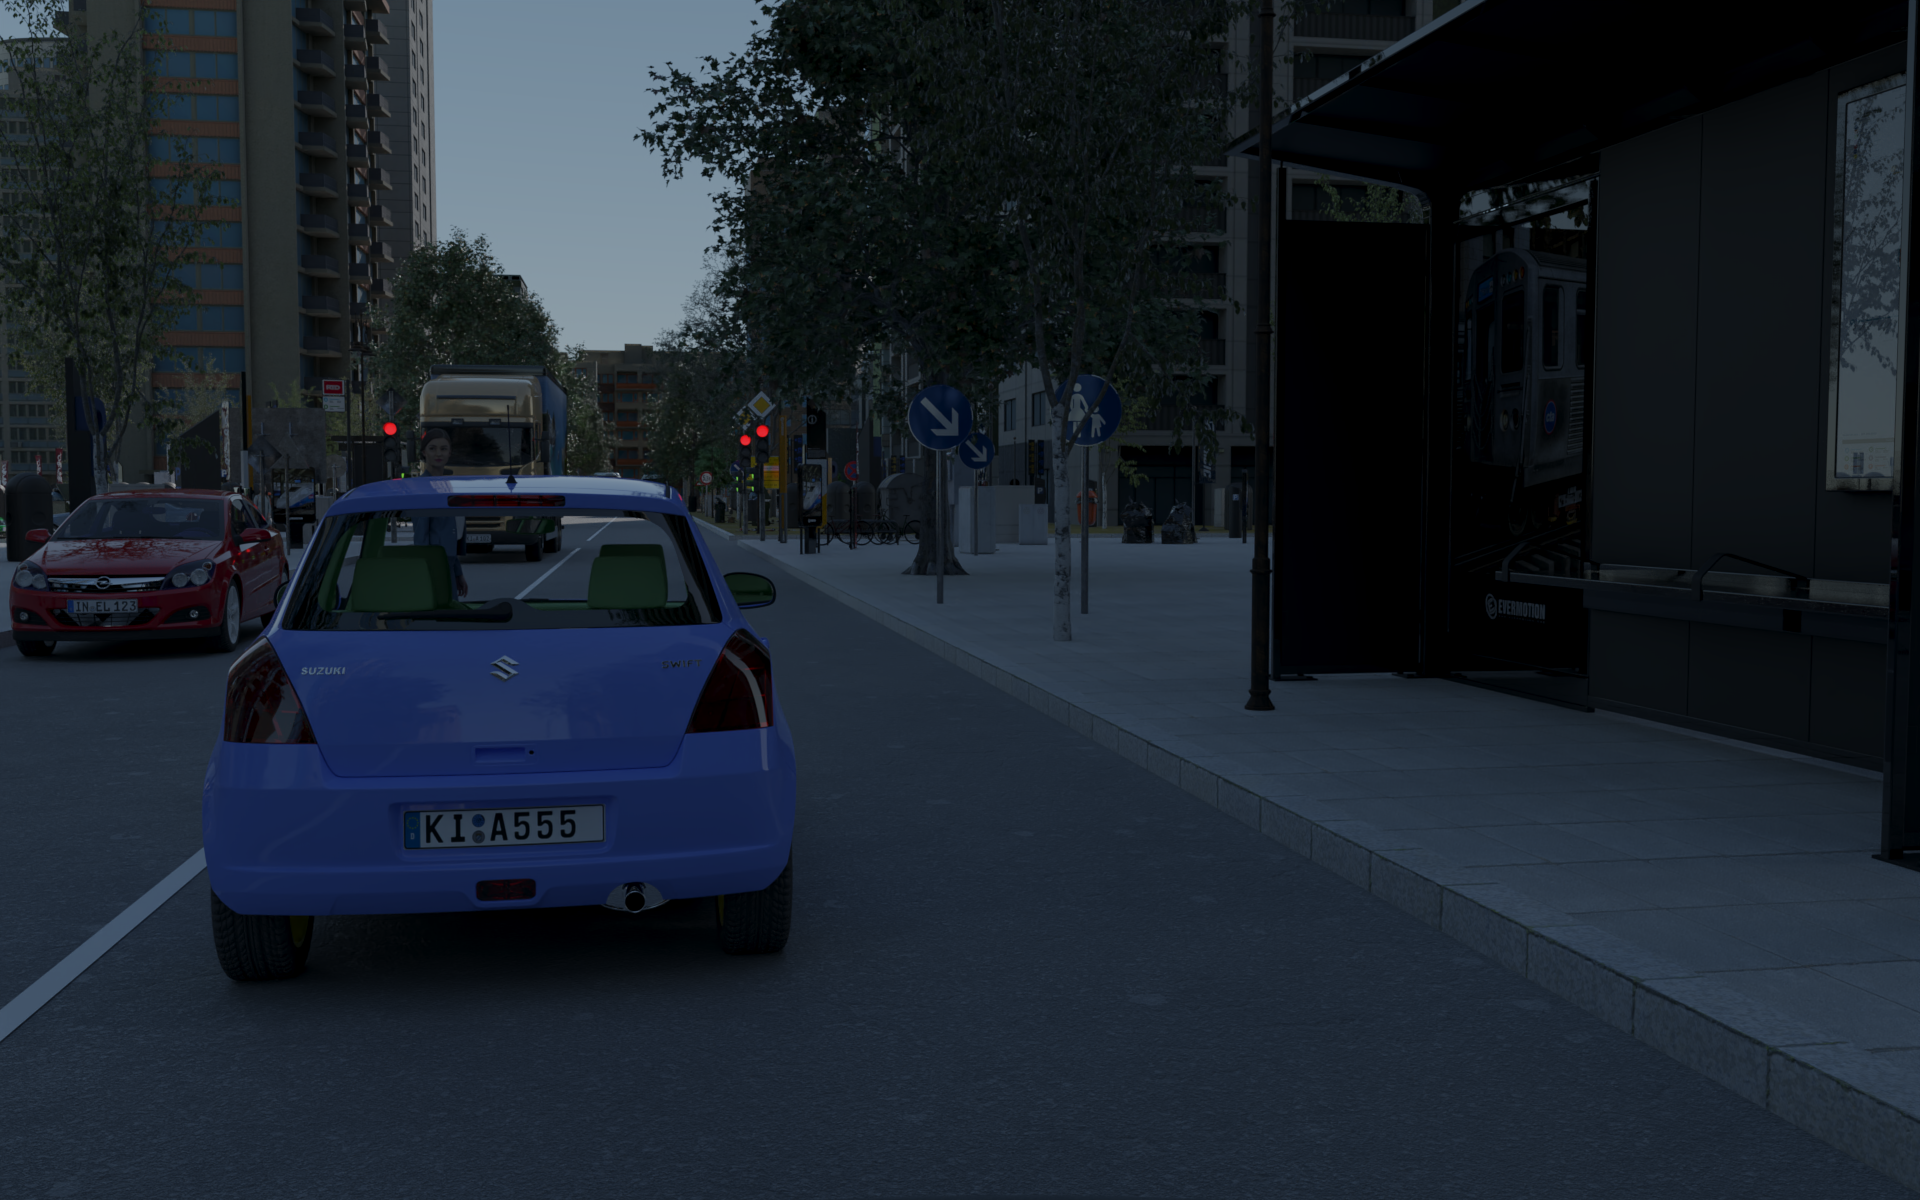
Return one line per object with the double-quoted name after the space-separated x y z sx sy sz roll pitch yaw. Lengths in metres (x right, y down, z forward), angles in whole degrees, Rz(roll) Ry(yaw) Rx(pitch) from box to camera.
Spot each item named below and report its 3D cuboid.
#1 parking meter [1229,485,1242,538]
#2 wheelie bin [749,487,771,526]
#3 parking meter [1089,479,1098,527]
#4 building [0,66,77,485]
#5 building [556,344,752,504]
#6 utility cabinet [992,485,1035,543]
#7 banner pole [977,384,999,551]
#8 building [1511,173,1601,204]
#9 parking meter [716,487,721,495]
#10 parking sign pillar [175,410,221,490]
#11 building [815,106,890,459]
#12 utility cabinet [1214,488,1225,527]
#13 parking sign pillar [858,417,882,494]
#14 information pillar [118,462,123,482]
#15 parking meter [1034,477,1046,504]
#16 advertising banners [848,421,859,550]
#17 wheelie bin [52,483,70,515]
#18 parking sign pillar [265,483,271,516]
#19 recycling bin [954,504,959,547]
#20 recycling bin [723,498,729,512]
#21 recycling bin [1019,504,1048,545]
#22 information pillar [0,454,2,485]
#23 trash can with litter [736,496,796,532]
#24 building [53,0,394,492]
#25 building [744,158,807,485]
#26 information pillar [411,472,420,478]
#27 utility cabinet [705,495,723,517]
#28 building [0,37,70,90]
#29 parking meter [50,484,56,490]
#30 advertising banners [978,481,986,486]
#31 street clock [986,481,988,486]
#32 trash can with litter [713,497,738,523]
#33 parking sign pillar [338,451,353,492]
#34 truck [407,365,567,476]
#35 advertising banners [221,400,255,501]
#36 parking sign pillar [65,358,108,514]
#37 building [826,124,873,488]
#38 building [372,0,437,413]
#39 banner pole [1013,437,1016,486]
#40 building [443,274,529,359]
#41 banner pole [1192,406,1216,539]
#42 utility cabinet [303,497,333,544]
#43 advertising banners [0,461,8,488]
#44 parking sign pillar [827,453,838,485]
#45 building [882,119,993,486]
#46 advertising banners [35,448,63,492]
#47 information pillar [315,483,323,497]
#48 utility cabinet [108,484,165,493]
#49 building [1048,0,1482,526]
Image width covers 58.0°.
8.017 -2.566 50.371 0.372 1.533 0.369 0 3 0 "parking meter"
-8.046 -3.764 69.452 0.693 1.594 0.980 2 4 32 "wheelie bin"
5.117 -3.757 67.136 0.399 1.863 0.255 2 4 29 "parking meter"
-84.809 -28.858 163.710 23.993 40.220 32.217 -1 4 -10 "building"
-44.014 -24.066 238.520 28.899 21.520 27.650 -1 4 -10 "building"
1.328 -2.215 44.889 1.173 1.500 0.318 -1 4 -19 "utility cabinet"
0.583 -3.026 39.498 0.401 3.779 0.863 -2 4 -29 "banner pole"
45.225 -33.360 87.442 28.212 58.520 21.231 -1 4 -10 "building"
-14.795 -6.136 106.039 0.255 1.863 0.399 -1 4 -16 "parking meter"
-24.207 -4.070 55.024 1.447 3.967 1.447 3 5 41 "parking sign pillar"
-8.820 -30.769 186.670 14.154 41.232 14.086 -1 4 -10 "building"
10.162 -3.566 66.985 0.318 1.500 1.173 2 4 28 "utility cabinet"
-3.081 -4.298 58.746 1.447 3.967 1.447 -1 4 -22 "parking sign pillar"
-59.082 -7.987 121.948 0.504 3.616 0.183 2 4 32 "information pillar"
2.703 -3.232 58.555 0.399 1.863 0.255 0 4 -4 "parking meter"
-2.481 -2.725 40.748 0.090 3.025 2.074 0 4 2 "advertising banners"
-26.694 -2.678 51.691 0.693 1.594 0.980 1 4 20 "wheelie bin"
-41.387 -6.982 102.634 1.447 3.967 1.447 3 4 37 "parking sign pillar"
0.136 -1.820 42.310 0.722 1.027 0.722 2 4 25 "recycling bin"
-17.410 -7.014 127.236 0.722 1.027 0.722 0 4 4 "recycling bin"
1.862 -1.914 43.853 0.722 1.027 0.722 0 4 3 "recycling bin"
-56.903 -6.806 102.625 0.504 3.616 0.183 2 4 27 "information pillar"
-6.762 -2.992 59.972 2.233 1.210 1.678 -1 4 -17 "trash can with litter"
-57.201 -29.465 136.369 22.147 44.769 28.867 -1 4 -10 "building"
-21.427 -35.714 234.036 14.200 45.320 14.600 -1 4 -10 "building"
-18.066 -3.260 57.801 0.304 2.012 0.304 2 4 35 "information pillar"
-14.086 -5.379 99.106 1.020 1.237 0.306 0 4 -4 "utility cabinet"
-109.085 -41.616 222.423 28.212 58.520 21.231 -1 4 -10 "building"
-50.905 -5.598 97.240 0.399 1.863 0.255 0 4 -5 "parking meter"
1.670 -4.986 77.716 2.074 3.025 0.090 0 4 -4 "advertising banners"
1.393 -5.569 95.628 0.358 2.002 0.471 1 4 11 "street clock"
-10.362 -3.981 76.471 1.055 1.170 0.624 0 4 6 "trash can with litter"
-35.094 -6.769 99.140 1.447 3.967 1.447 3 5 40 "parking sign pillar"
-10.618 -3.123 39.968 2.839 4.237 11.283 -1 4 -10 "truck"
-13.347 -2.191 32.008 0.090 3.025 2.074 -3 4 -36 "advertising banners"
-17.589 -2.842 34.935 1.447 3.967 1.447 -1 4 -12 "parking sign pillar"
-0.995 -52.059 163.838 22.319 86.520 31.000 -1 4 -10 "building"
-63.979 -44.930 172.851 20.611 71.187 20.563 -1 4 -10 "building"
2.391 -5.254 75.912 0.401 3.779 0.863 0 4 1 "banner pole"
-63.899 -27.857 227.161 14.107 30.474 14.160 -1 4 -10 "building"
6.880 -3.625 49.281 0.863 3.779 0.401 0 4 3 "banner pole"
-16.637 -2.037 44.461 1.020 1.237 0.306 0 4 2 "utility cabinet"
-50.114 -5.724 89.779 2.074 3.025 0.090 1 4 16 "advertising banners"
-7.585 -6.898 101.257 1.447 3.967 1.447 1 4 20 "parking sign pillar"
4.352 -41.797 121.635 20.563 71.187 20.611 -1 4 -10 "building"
-34.160 -4.207 64.969 0.090 3.025 2.074 0 4 1 "advertising banners"
-25.029 -3.859 67.594 0.304 2.012 0.304 1 4 18 "information pillar"
-18.051 -1.787 37.901 0.318 1.500 1.173 3 5 44 "utility cabinet"
13.816 -39.167 78.639 20.611 71.187 20.563 -1 4 -10 "building"
